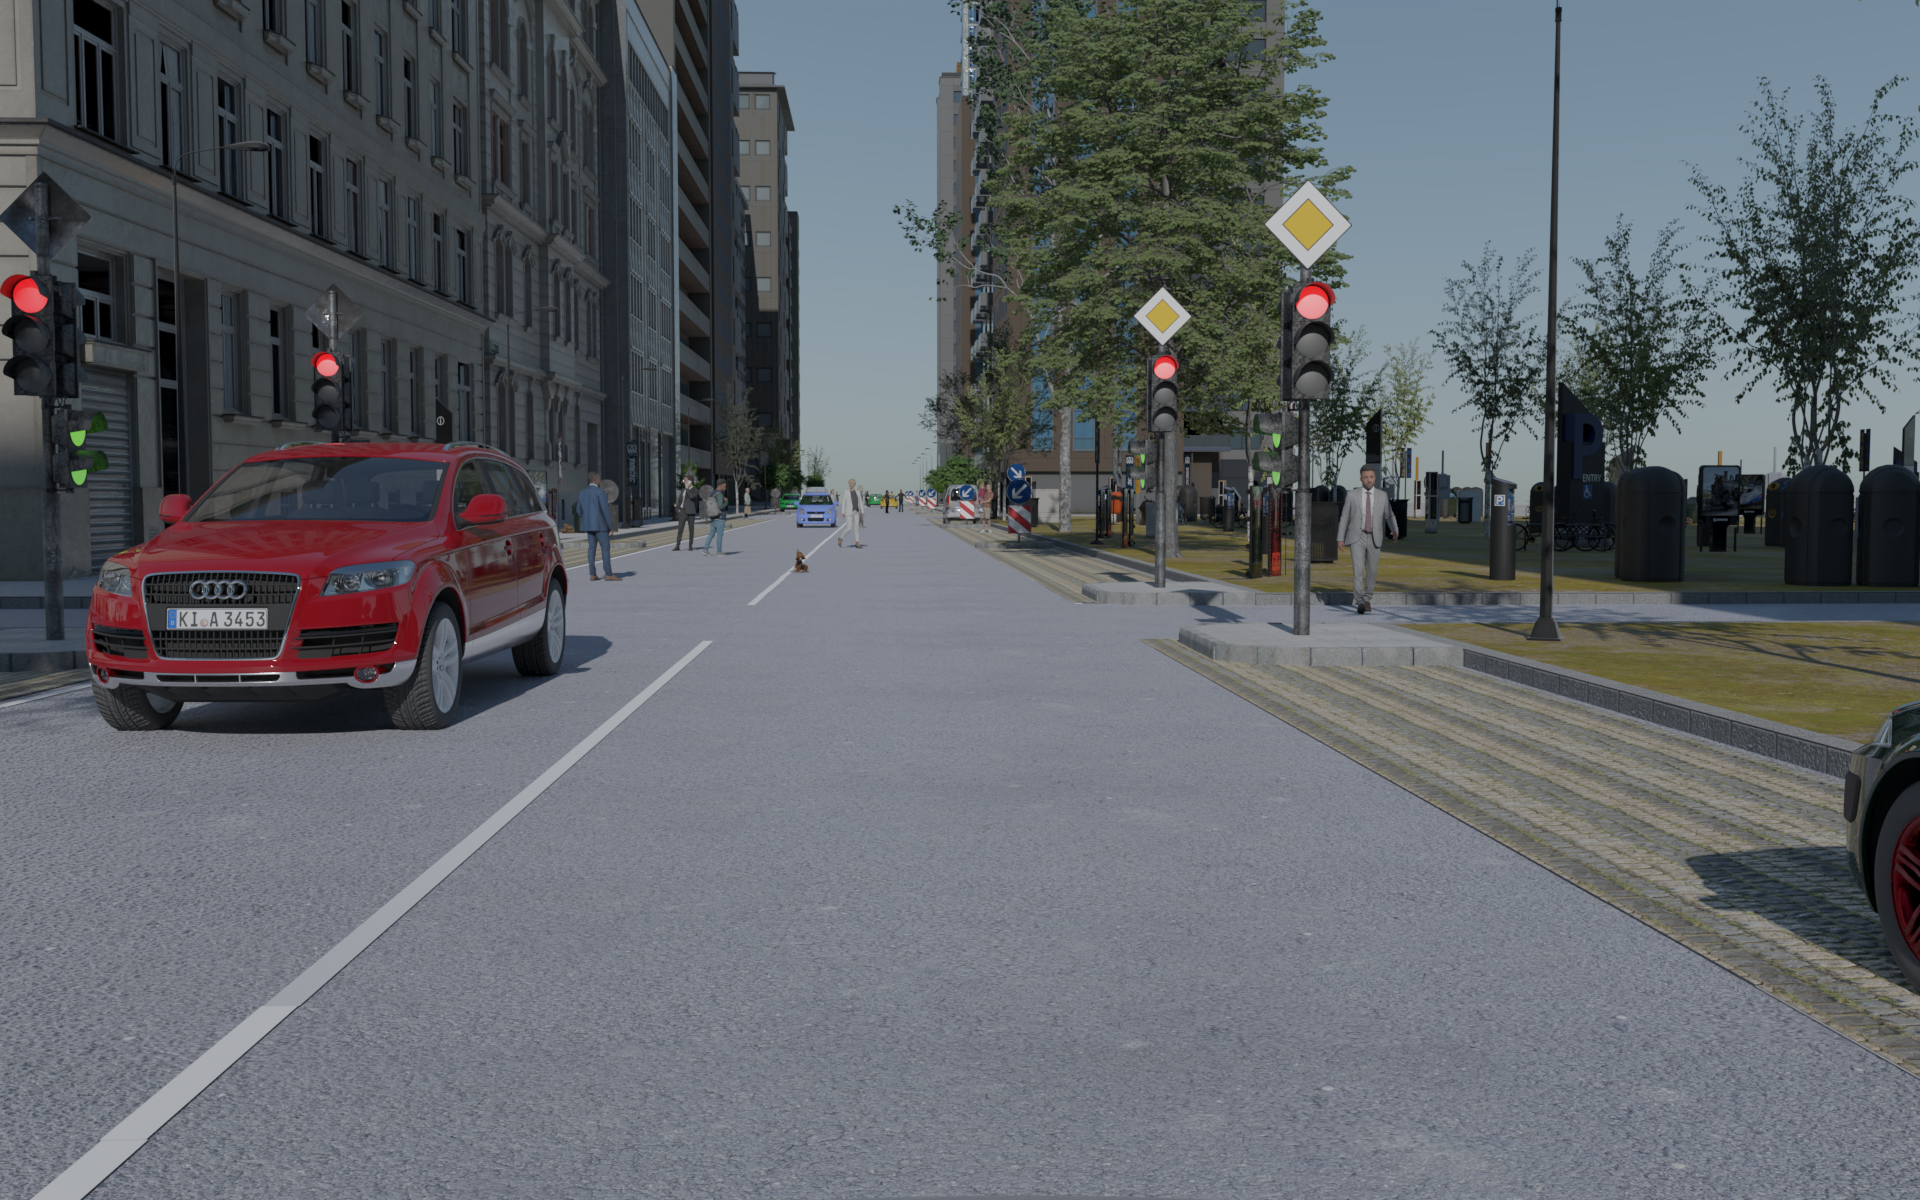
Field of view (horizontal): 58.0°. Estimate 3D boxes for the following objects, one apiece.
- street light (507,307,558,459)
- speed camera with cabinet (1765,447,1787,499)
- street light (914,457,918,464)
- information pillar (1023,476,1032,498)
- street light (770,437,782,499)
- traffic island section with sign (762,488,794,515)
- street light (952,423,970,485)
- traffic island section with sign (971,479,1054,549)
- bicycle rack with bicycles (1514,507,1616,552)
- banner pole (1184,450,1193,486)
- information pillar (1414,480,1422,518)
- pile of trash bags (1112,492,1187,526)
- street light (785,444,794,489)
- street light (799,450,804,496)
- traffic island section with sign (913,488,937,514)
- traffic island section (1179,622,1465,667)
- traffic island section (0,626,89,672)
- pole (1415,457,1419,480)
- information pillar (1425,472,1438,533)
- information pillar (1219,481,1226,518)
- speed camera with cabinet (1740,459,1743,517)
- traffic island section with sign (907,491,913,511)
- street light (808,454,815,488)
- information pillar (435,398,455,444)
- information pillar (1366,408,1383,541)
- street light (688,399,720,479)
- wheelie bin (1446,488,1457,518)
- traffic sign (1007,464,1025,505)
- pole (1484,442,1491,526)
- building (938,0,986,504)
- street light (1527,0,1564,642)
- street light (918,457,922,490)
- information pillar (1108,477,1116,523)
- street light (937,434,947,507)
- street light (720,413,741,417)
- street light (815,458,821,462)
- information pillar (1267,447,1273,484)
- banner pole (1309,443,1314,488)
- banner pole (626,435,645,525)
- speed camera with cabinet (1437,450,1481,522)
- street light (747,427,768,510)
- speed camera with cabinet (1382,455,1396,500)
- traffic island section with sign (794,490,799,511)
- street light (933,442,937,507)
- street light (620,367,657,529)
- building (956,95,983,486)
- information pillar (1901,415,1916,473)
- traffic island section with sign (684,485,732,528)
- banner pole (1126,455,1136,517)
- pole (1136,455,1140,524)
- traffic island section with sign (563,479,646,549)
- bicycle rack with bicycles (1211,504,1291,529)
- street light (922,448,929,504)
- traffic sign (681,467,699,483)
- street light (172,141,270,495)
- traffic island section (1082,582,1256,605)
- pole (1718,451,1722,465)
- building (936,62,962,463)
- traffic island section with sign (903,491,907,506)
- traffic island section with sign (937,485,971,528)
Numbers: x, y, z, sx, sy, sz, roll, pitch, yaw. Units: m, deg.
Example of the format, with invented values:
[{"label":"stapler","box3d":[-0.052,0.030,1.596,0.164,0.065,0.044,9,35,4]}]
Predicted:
[{"label":"street light","box3d":[-10.656,-4.313,43.066,1.470,5.913,1.316,0,4,-3]},{"label":"speed camera with cabinet","box3d":[34.737,-4.764,72.220,2.038,3.252,0.660,3,5,45]},{"label":"street light","box3d":[-4.736,-15.017,218.075,1.470,5.913,1.316,0,4,-3]},{"label":"information pillar","box3d":[2.788,-4.124,71.912,0.304,2.012,0.304,-1,4,-19]},{"label":"street light","box3d":[-15.325,-10.317,141.221,1.470,5.913,1.316,0,4,-3]},{"label":"traffic island section with sign","box3d":[-12.900,-6.912,121.639,1.989,1.847,2.006,0,4,-3]},{"label":"street light","box3d":[0.039,-8.655,114.047,1.470,5.913,1.316,0,4,-3]},{"label":"traffic island section with sign","box3d":[1.410,-2.290,46.076,1.989,1.847,2.006,0,4,-3]},{"label":"bicycle rack with bicycles","box3d":[14.043,-1.574,39.113,2.925,0.926,2.852,3,4,36]},{"label":"banner pole","box3d":[12.925,-6.585,97.685,0.401,3.779,0.863,-2,4,-34]},{"label":"information pillar","box3d":[24.167,-5.319,91.465,0.304,2.012,0.304,0,4,-8]},{"label":"pile of trash bags","box3d":[7.739,-3.772,71.429,3.447,1.369,1.912,2,4,26]},{"label":"street light","box3d":[-16.094,-11.548,161.347,1.470,5.913,1.316,0,4,-3]},{"label":"street light","box3d":[-17.133,-12.840,182.478,1.470,5.913,1.316,0,4,-3]},{"label":"traffic island section with sign","box3d":[-2.164,-7.032,123.596,1.989,1.847,2.006,0,4,-3]},{"label":"traffic island section","box3d":[3.134,0.397,15.783,2.009,0.180,2.903,0,4,-3]},{"label":"traffic island section","box3d":[-7.996,0.428,15.277,2.009,0.180,2.903,0,4,-3]},{"label":"pole","box3d":[25.112,-6.199,95.203,0.158,3.312,0.155,0,3,0]},{"label":"information pillar","box3d":[15.445,-3.196,56.744,0.304,2.012,0.304,-1,4,-11]},{"label":"information pillar","box3d":[14.309,-5.504,94.478,0.304,2.012,0.304,2,4,34]},{"label":"speed camera with cabinet","box3d":[44.417,-6.356,98.248,0.660,3.252,2.038,2,4,28]},{"label":"traffic island section with sign","box3d":[-3.406,-8.685,150.621,1.989,1.847,2.006,0,4,-3]},{"label":"street light","box3d":[-18.090,-14.071,202.595,1.470,5.913,1.316,0,4,-3]},{"label":"information pillar","box3d":[-12.516,-3.105,42.125,0.504,3.616,0.183,1,4,20]},{"label":"information pillar","box3d":[11.263,-3.410,47.112,0.183,3.616,0.504,-3,5,-42]},{"label":"street light","box3d":[-12.660,-6.842,84.412,1.470,5.913,1.316,0,4,-3]},{"label":"wheelie bin","box3d":[26.683,-5.265,93.994,0.693,1.594,0.980,0,4,4]},{"label":"traffic sign","box3d":[2.355,-4.429,72.512,0.768,2.556,0.104,0,4,1]},{"label":"pole","box3d":[20.865,-4.565,68.480,0.158,3.312,0.155,0,3,0]},{"label":"building","box3d":[8.967,-55.060,212.902,22.319,86.520,31.000,0,4,-3]},{"label":"street light","box3d":[4.612,-2.599,15.042,1.470,5.913,1.316,0,4,-3]},{"label":"street light","box3d":[-3.755,-13.763,197.566,1.470,5.913,1.316,0,4,-3]},{"label":"information pillar","box3d":[6.686,-4.377,76.057,0.304,2.012,0.304,0,4,-7]},{"label":"street light","box3d":[-0.841,-9.893,134.289,1.470,5.913,1.316,0,4,-3]},{"label":"street light","box3d":[-13.280,-7.760,99.422,1.470,5.913,1.316,0,4,-3]},{"label":"street light","box3d":[-19.010,-15.330,223.185,1.470,5.913,1.316,0,4,-3]},{"label":"information pillar","box3d":[15.320,-5.738,85.164,0.504,3.616,0.183,3,5,42]},{"label":"banner pole","box3d":[16.992,-5.768,84.321,0.401,3.779,0.863,-3,4,-37]},{"label":"banner pole","box3d":[-13.641,-5.072,72.944,0.863,3.779,0.401,-1,4,-20]},{"label":"speed camera with cabinet","box3d":[22.559,-5.153,78.580,2.038,3.252,0.660,0,4,6]},{"label":"street light","box3d":[-14.237,-9.061,120.681,1.470,5.913,1.316,0,4,-3]},{"label":"speed camera with cabinet","box3d":[21.933,-5.800,89.170,0.660,3.252,2.038,0,4,1]},{"label":"traffic island section with sign","box3d":[-14.165,-8.595,149.161,1.989,1.847,2.006,0,4,-3]},{"label":"street light","box3d":[-1.748,-11.142,154.708,1.470,5.913,1.316,0,4,-3]},{"label":"street light","box3d":[-11.783,-5.562,63.486,1.470,5.913,1.316,0,4,-3]},{"label":"building","box3d":[6.739,-33.107,191.412,14.600,45.320,14.200,0,4,-3]},{"label":"information pillar","box3d":[28.060,-3.666,51.288,0.504,3.616,0.183,-2,4,-27]},{"label":"traffic island section with sign","box3d":[-10.654,-3.941,73.062,1.989,1.847,2.006,0,4,-3]},{"label":"banner pole","box3d":[9.732,-6.586,97.697,0.863,3.779,0.401,0,4,-5]},{"label":"pole","box3d":[7.619,-4.904,74.028,0.158,3.312,0.155,0,3,0]},{"label":"traffic island section with sign","box3d":[-9.427,-2.294,46.134,1.989,1.847,2.006,0,4,-3]},{"label":"bicycle rack with bicycles","box3d":[11.001,-3.171,65.230,2.925,0.926,2.852,1,4,12]},{"label":"street light","box3d":[-2.845,-12.398,175.241,1.470,5.913,1.316,0,4,-3]},{"label":"traffic sign","box3d":[-12.950,-5.083,83.105,0.884,2.594,0.081,0,4,-1]},{"label":"street light","box3d":[-9.790,-3.083,22.945,1.470,5.913,1.316,0,4,-3]},{"label":"traffic island section","box3d":[2.767,-0.090,23.759,2.009,0.180,2.903,0,4,-3]},{"label":"pole","box3d":[35.890,-5.384,81.866,0.158,3.312,0.155,0,3,0]},{"label":"building","box3d":[7.247,-42.929,243.891,21.231,58.520,28.212,0,4,-3]},{"label":"traffic island section with sign","box3d":[-5.954,-12.081,206.154,1.989,1.847,2.006,0,4,-3]},{"label":"traffic island section with sign","box3d":[0.149,-3.959,73.361,1.989,1.847,2.006,0,4,-3]}]
